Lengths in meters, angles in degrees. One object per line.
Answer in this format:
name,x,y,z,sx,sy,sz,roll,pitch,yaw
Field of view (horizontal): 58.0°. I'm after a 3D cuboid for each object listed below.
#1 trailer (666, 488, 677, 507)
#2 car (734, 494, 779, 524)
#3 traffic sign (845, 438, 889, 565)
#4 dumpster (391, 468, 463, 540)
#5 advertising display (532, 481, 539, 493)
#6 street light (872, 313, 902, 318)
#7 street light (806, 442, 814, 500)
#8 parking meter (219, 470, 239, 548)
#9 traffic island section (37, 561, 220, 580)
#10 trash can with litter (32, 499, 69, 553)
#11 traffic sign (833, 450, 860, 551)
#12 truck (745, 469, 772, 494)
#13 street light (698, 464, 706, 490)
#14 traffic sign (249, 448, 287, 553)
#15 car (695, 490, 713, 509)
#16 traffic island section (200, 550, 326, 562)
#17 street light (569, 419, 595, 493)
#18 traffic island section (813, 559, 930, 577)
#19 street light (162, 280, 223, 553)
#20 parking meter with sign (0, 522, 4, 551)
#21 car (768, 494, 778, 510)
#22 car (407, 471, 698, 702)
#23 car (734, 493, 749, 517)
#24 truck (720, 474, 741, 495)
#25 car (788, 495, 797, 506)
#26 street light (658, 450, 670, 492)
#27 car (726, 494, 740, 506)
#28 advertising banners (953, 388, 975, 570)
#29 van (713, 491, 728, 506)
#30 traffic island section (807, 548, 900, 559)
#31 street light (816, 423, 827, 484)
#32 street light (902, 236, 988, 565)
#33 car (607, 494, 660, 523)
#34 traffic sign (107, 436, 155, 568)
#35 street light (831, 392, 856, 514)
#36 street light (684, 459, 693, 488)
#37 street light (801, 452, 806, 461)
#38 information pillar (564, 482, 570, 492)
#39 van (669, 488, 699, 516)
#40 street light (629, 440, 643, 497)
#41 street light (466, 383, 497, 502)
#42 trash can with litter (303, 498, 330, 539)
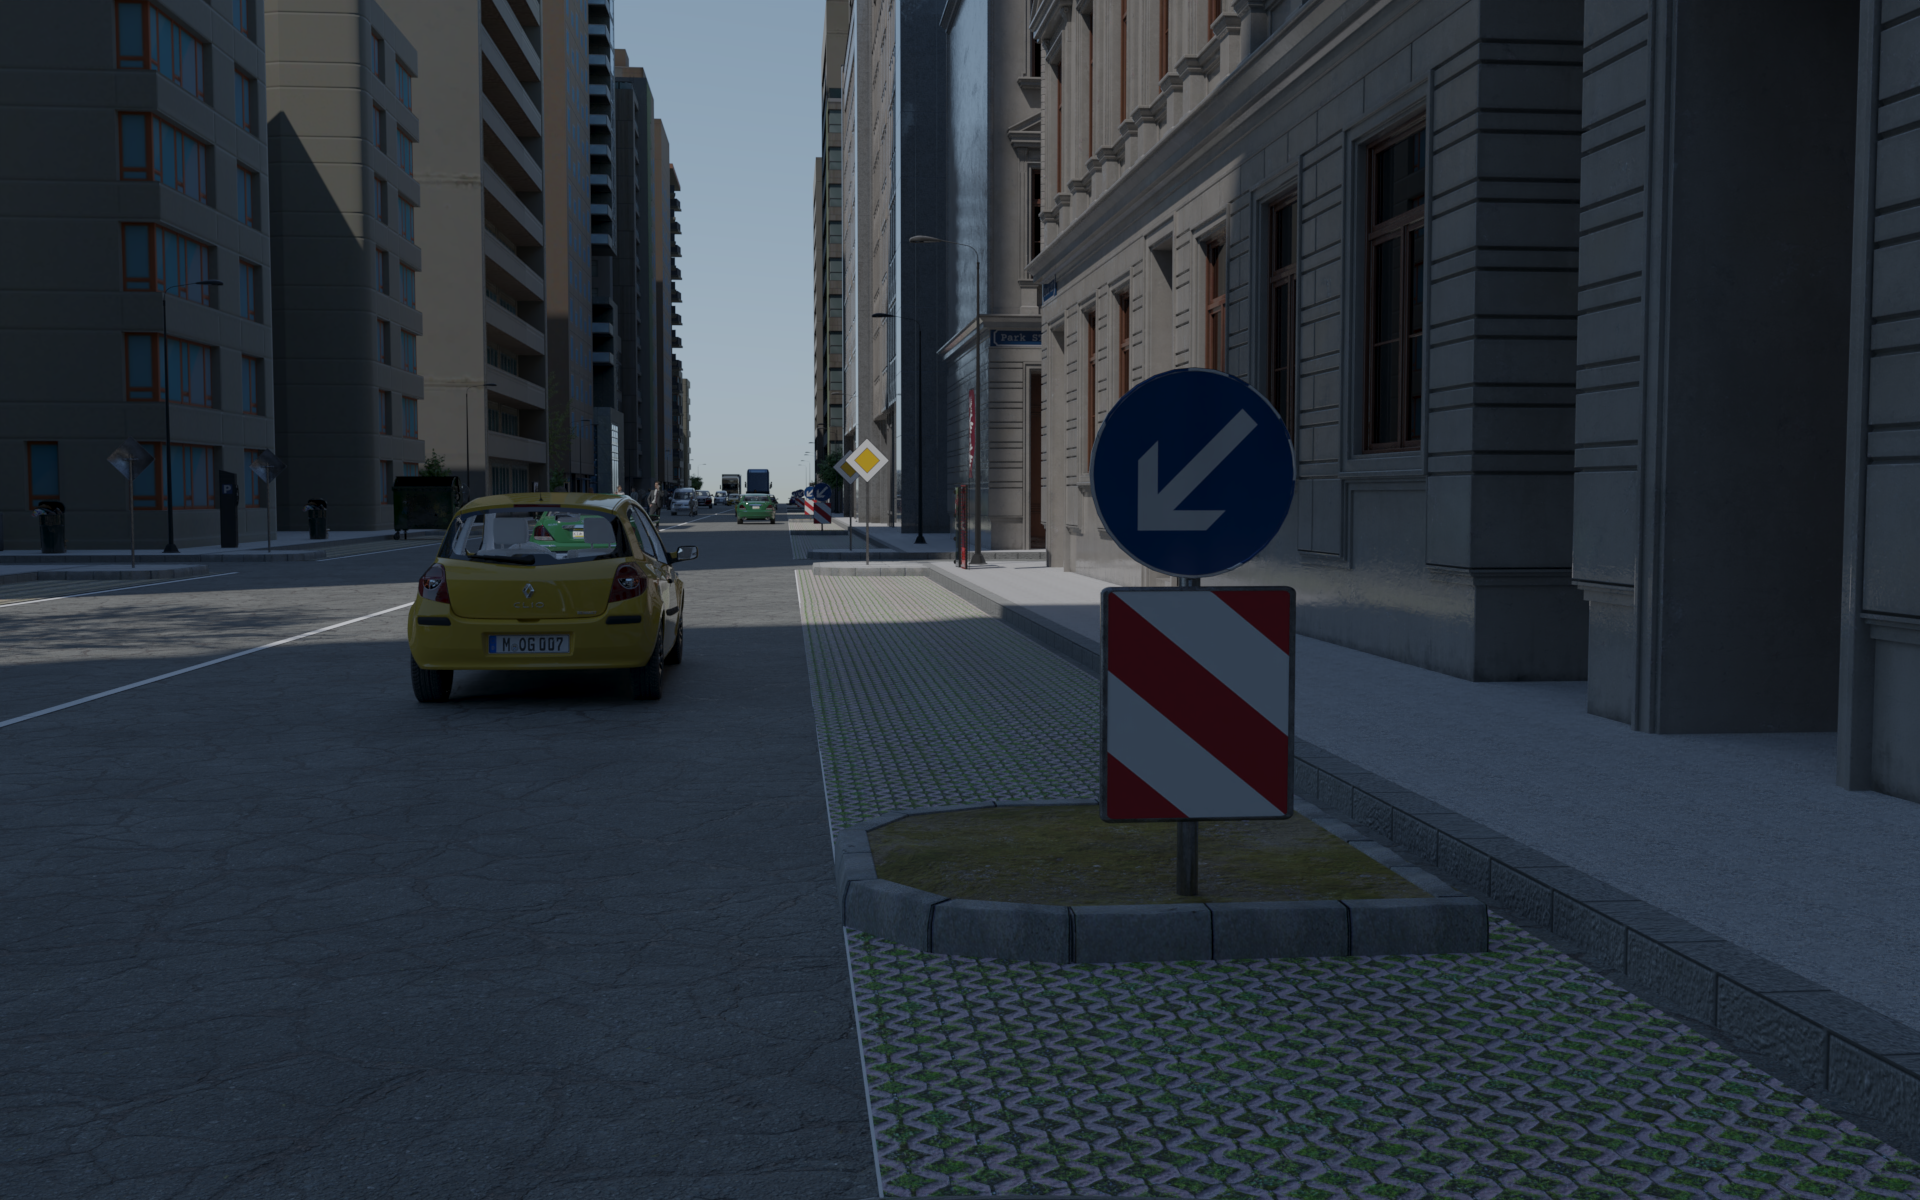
trailer,-28.347,-10.037,171.161,1.471,1.999,3.904,0,4,-6
car,-9.823,-4.389,83.565,2.131,1.459,4.920,0,4,-6
traffic sign,-1.677,-1.691,31.283,0.795,2.450,0.064,0,4,-6
dumpster,-16.624,-3.003,54.054,1.985,2.255,1.502,0,4,-4
advertising display,-21.853,-5.132,89.121,0.123,1.923,0.974,0,4,0
street light,-1.564,-4.407,44.600,1.470,5.913,1.316,0,4,-6
street light,-12.836,-11.156,154.937,1.470,5.913,1.316,0,4,-6
parking meter,-17.420,-2.177,41.303,0.399,1.863,0.255,-1,4,-11
traffic island section,-14.381,-0.477,30.083,2.009,0.180,2.903,0,4,-6
trash can with litter,-19.711,-1.601,37.564,0.624,1.170,1.055,-1,4,-21
traffic sign,-2.481,-2.176,39.228,0.795,2.450,0.064,0,4,-6
truck,-20.979,-11.581,179.107,2.967,4.110,18.799,0,4,-6
street light,-39.697,-17.964,266.244,1.470,5.913,1.316,0,4,-6
traffic sign,-15.163,-2.099,37.969,0.795,2.450,0.064,0,4,-6
car,-25.629,-9.987,171.960,2.281,1.827,5.304,0,4,-7
traffic island section,-15.185,-0.963,38.028,2.009,0.180,2.903,0,4,-6
street light,-23.693,-8.270,107.756,1.470,5.913,1.316,0,4,-6
traffic island section,-1.654,-0.555,31.362,2.009,0.180,2.903,0,4,-6
street light,-16.662,-3.981,37.635,1.470,5.913,1.316,0,4,-6
parking meter with sign,-22.234,-2.576,38.371,1.738,3.016,0.543,-2,4,-33
car,-17.650,-8.981,158.838,2.014,1.417,4.499,0,4,-5
car,-3.067,-0.195,13.406,2.015,1.641,3.980,0,4,-6
car,-13.512,-6.161,110.956,2.015,1.641,3.980,0,4,-5
truck,-32.306,-15.647,244.745,2.839,4.237,11.283,0,4,-5
car,-20.461,-12.444,216.042,1.945,1.354,3.894,0,4,-7
street light,-31.368,-12.899,183.438,1.470,5.913,1.316,0,4,-6
car,-27.082,-12.098,208.023,2.015,1.641,3.980,0,4,-6
advertising banners,0.075,-2.042,29.580,0.090,3.025,2.074,-1,4,-8
van,-30.144,-12.923,218.306,2.013,2.044,4.112,0,4,-4
traffic island section,-2.458,-1.041,39.307,2.009,0.180,2.903,0,4,-6
street light,-8.621,-8.637,113.756,1.470,5.913,1.316,0,4,-6
street light,-0.212,-3.599,31.381,1.470,5.913,1.316,0,4,-6
car,-6.216,-1.083,29.509,2.131,1.459,4.920,0,4,-7
traffic sign,-14.358,-1.614,30.024,0.795,2.450,0.064,0,4,-6
street light,-5.176,-6.526,79.246,1.470,5.913,1.316,0,4,-6
street light,-36.308,-15.852,231.728,1.470,5.913,1.316,0,4,-6
street light,-17.500,-14.055,202.342,1.470,5.913,1.316,0,4,-6
information pillar,-24.751,-6.398,109.091,0.304,2.012,0.304,0,4,1
van,-18.579,-6.710,116.727,2.013,2.044,4.112,0,4,-6
street light,-27.879,-10.788,148.932,1.470,5.913,1.316,0,4,-6
street light,-20.111,-6.126,72.702,1.470,5.913,1.316,0,4,-6
trash can with litter,-18.278,-2.315,49.233,0.624,1.170,1.055,-1,4,-13
